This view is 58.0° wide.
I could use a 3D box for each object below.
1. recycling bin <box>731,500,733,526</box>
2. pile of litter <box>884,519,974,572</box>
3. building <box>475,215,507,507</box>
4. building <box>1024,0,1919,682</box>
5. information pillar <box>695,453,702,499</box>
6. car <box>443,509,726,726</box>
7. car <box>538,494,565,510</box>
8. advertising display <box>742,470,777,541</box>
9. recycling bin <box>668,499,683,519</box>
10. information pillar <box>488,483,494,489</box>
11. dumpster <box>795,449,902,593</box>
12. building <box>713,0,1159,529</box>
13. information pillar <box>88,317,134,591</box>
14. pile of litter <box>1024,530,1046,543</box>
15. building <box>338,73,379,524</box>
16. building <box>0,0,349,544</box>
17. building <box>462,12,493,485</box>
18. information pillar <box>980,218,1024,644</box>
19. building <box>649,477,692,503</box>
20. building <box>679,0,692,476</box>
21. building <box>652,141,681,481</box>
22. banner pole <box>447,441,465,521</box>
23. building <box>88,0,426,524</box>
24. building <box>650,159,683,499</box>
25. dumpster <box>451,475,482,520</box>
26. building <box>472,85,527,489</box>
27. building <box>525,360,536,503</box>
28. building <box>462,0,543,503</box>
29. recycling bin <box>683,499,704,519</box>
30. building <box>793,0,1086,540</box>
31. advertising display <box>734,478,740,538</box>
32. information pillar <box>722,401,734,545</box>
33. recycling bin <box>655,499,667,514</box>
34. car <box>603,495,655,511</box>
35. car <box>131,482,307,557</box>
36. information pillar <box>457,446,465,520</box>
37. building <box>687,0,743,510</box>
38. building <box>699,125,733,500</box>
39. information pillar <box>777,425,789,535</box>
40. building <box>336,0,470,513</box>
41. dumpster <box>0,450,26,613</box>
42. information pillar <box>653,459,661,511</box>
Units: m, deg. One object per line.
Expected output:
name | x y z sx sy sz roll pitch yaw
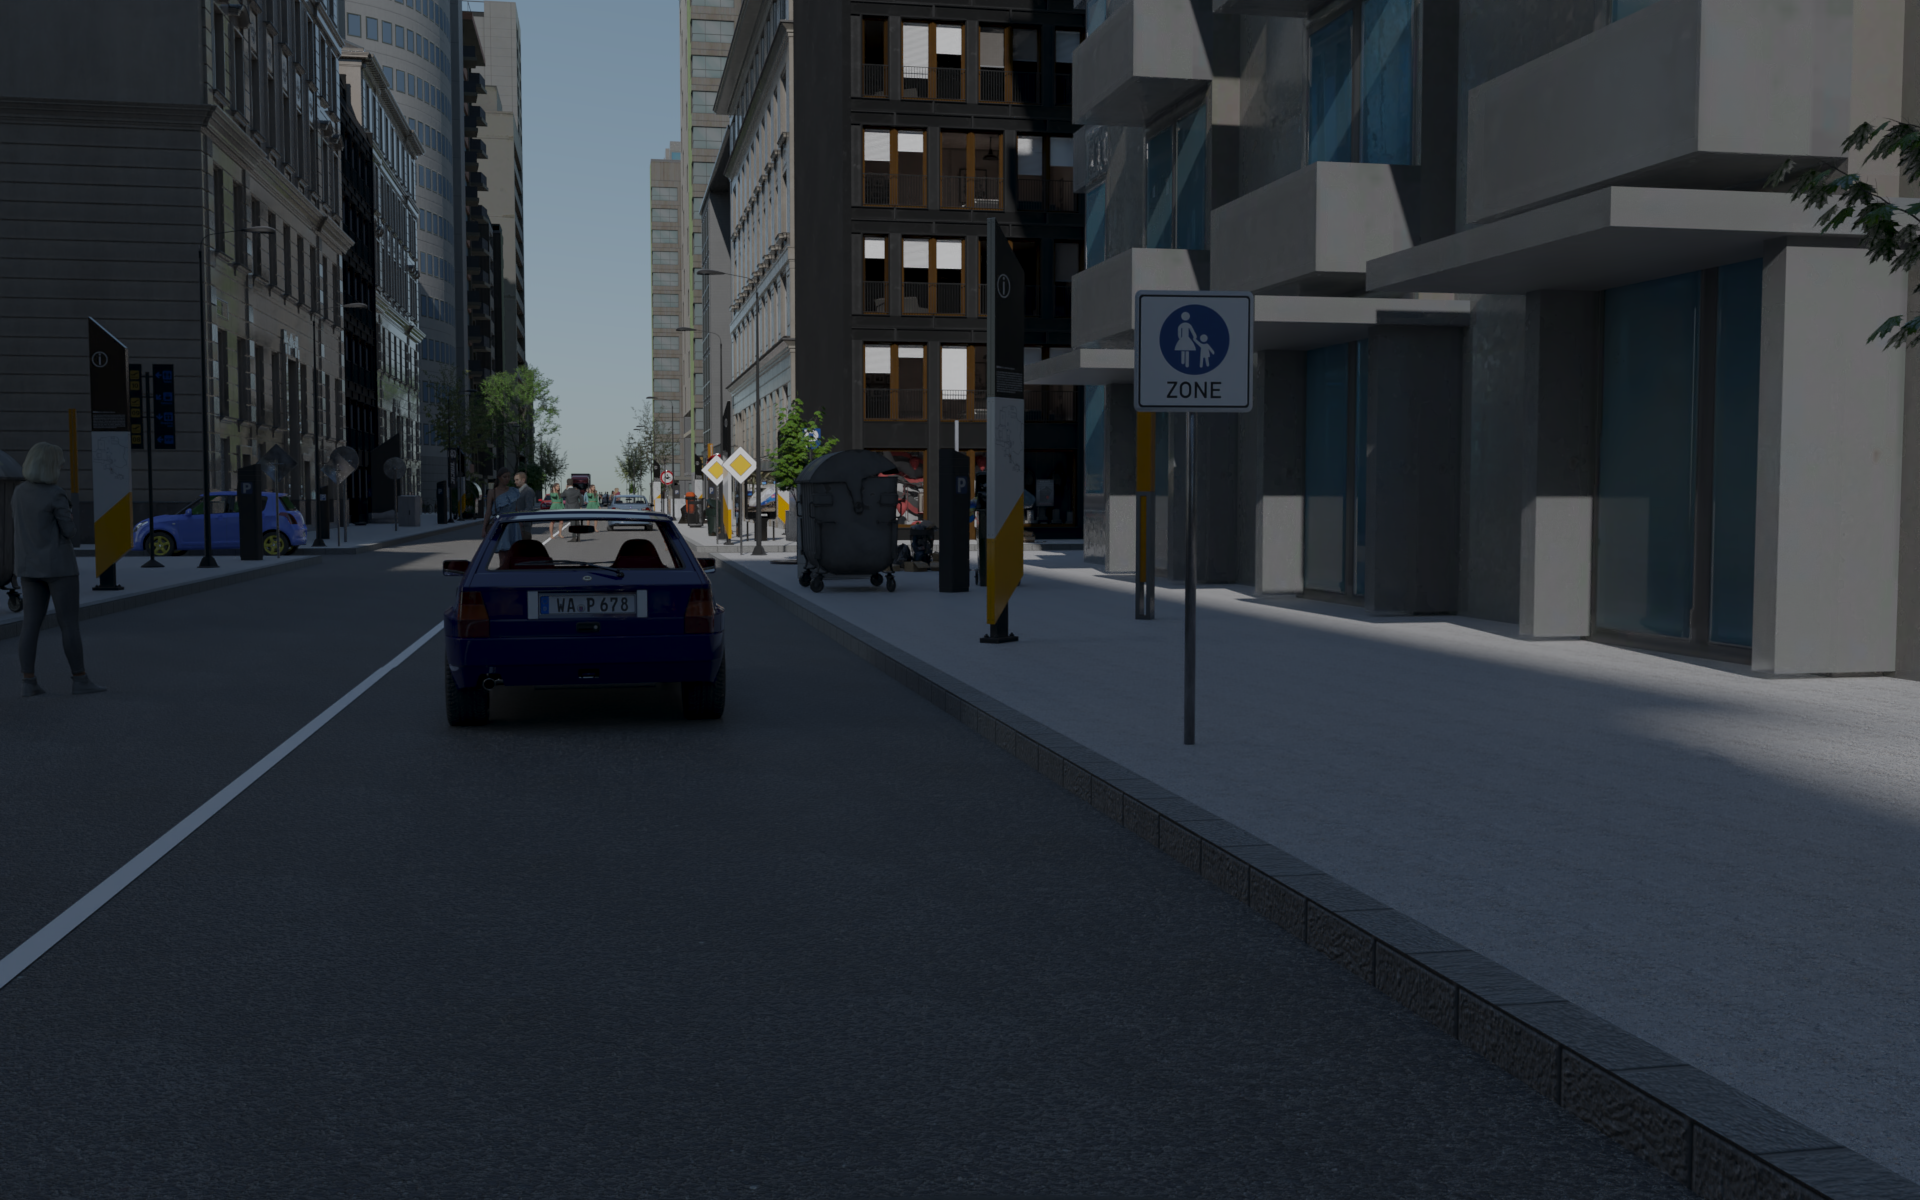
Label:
recycling bin | -9.483 -3.428 68.605 0.722 1.027 0.722 3 5 43
pile of litter | -0.586 -0.916 28.948 1.719 0.858 1.176 1 4 12
building | -53.945 -24.753 176.420 14.160 30.474 14.107 -1 4 -12
building | 14.217 -24.520 20.505 23.786 49.044 30.456 -1 4 -12
information pillar | -15.072 -6.630 99.754 0.183 3.616 0.504 3 5 43
car | -2.649 0.025 12.173 1.945 1.354 3.894 -1 4 -13
car | -26.033 -6.276 111.648 2.155 1.783 4.494 -1 4 -10
advertising display | -5.435 -2.569 47.210 0.974 1.923 0.123 -3 5 -40
recycling bin | -15.070 -4.913 92.888 0.722 1.027 0.722 0 4 8
information pillar | -31.021 -6.745 114.773 0.304 2.012 0.304 2 4 28
dumpster | -1.493 -1.068 23.220 1.264 1.857 1.865 -1 4 -11
building | -1.631 -14.793 75.148 16.112 22.955 30.059 -1 4 -12
information pillar | -11.274 -1.935 22.984 0.504 3.616 0.183 0 4 -2
pile of litter | 1.493 -1.945 45.764 1.719 0.858 1.176 0 4 -3
building | -32.630 -14.977 74.552 12.332 23.373 15.834 -1 4 -12
building | -27.246 -15.744 54.676 12.463 27.353 25.104 -1 4 -12
building | -53.762 -30.551 154.132 22.147 44.769 28.867 -1 4 -12
information pillar | 0.386 -1.445 14.973 0.183 3.616 0.504 2 4 34
building | -31.346 -35.086 265.535 32.217 40.220 23.993 -1 4 -12
building | -10.773 -34.582 154.646 28.713 52.752 27.495 -1 4 -12
building | -30.389 -37.804 237.704 23.786 49.044 30.456 -1 4 -12
banner pole | -23.961 -5.644 82.296 0.863 3.779 0.401 -3 5 -39
building | -36.719 -18.178 94.472 12.463 27.353 25.104 -1 4 -12
building | -31.229 -32.507 215.085 14.154 41.232 14.086 -1 4 -12
dumpster | -24.823 -5.161 86.868 1.502 2.255 1.985 -1 4 -12
building | -63.728 -35.725 207.807 21.300 48.544 21.600 -1 4 -12
building | -71.902 -23.709 232.688 27.650 21.520 28.899 -1 4 -12
building | -72.892 -50.027 256.188 20.563 71.187 20.611 -1 4 -12
recycling bin | -13.814 -4.752 90.244 0.722 1.027 0.722 1 4 14
building | 3.339 -13.744 54.391 15.834 23.373 12.332 -1 4 -12
advertising display | -6.566 -2.820 51.326 0.123 1.923 0.974 -1 4 -14
information pillar | -5.869 -3.199 43.665 0.183 3.616 0.504 -2 4 -23
recycling bin | -16.643 -5.164 96.978 0.722 1.027 0.722 0 4 7
car | -12.984 -3.423 67.976 2.014 1.417 4.499 -1 4 -12
car | -16.794 -1.816 39.277 3.694 1.707 1.945 -1 4 -13
information pillar | -24.201 -5.668 84.033 0.504 3.616 0.183 3 4 39
building | -13.773 -27.486 132.982 14.154 41.232 14.086 -1 4 -12
building | -7.728 -17.456 104.474 14.314 24.678 30.058 -1 4 -12
information pillar | -5.468 -3.843 54.196 0.504 3.616 0.183 2 4 25
building | -47.970 -35.704 125.758 21.231 58.520 28.212 -1 4 -12
dumpster | -10.579 -0.744 17.925 1.264 1.857 1.865 -1 4 -12
information pillar | -20.365 -7.643 116.319 0.504 3.616 0.183 -2 4 -34
